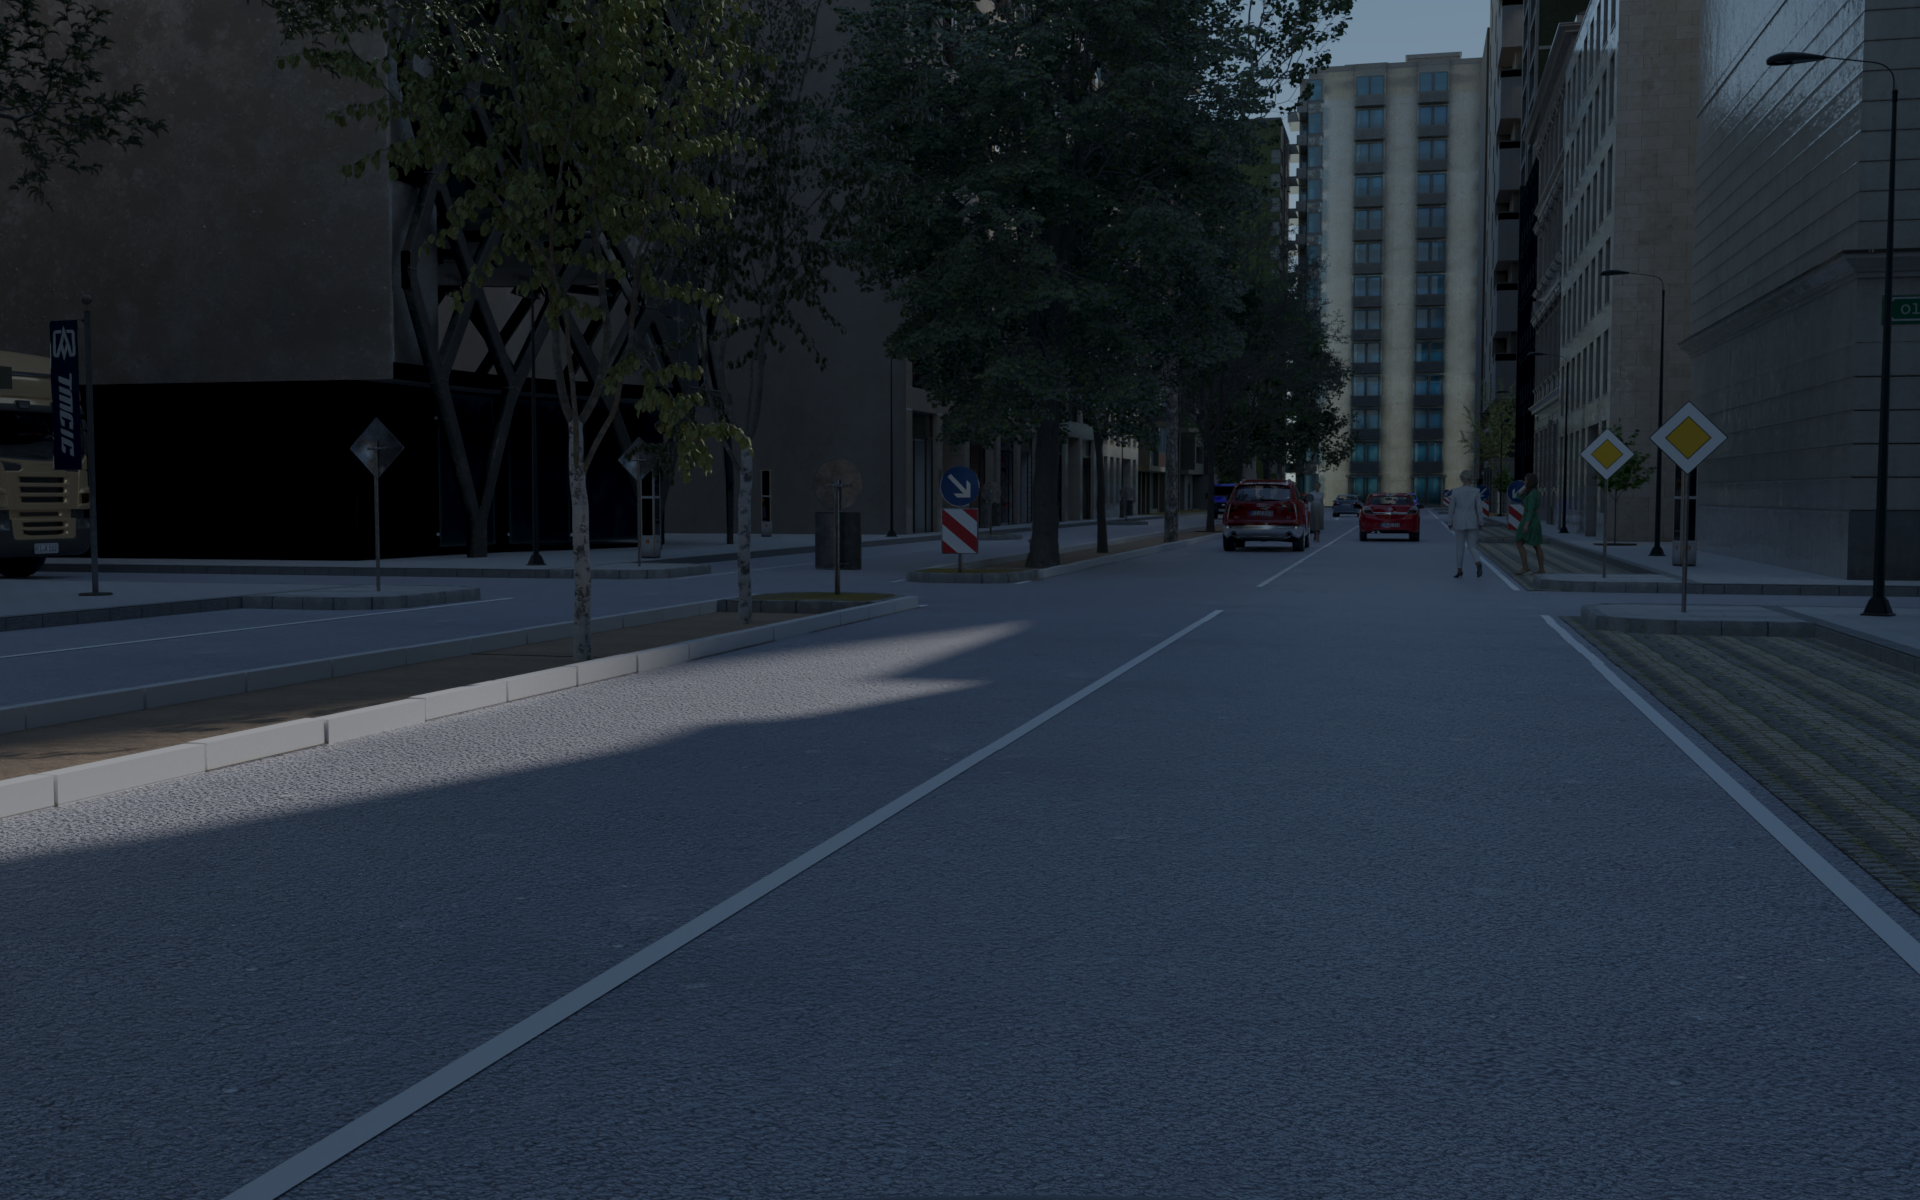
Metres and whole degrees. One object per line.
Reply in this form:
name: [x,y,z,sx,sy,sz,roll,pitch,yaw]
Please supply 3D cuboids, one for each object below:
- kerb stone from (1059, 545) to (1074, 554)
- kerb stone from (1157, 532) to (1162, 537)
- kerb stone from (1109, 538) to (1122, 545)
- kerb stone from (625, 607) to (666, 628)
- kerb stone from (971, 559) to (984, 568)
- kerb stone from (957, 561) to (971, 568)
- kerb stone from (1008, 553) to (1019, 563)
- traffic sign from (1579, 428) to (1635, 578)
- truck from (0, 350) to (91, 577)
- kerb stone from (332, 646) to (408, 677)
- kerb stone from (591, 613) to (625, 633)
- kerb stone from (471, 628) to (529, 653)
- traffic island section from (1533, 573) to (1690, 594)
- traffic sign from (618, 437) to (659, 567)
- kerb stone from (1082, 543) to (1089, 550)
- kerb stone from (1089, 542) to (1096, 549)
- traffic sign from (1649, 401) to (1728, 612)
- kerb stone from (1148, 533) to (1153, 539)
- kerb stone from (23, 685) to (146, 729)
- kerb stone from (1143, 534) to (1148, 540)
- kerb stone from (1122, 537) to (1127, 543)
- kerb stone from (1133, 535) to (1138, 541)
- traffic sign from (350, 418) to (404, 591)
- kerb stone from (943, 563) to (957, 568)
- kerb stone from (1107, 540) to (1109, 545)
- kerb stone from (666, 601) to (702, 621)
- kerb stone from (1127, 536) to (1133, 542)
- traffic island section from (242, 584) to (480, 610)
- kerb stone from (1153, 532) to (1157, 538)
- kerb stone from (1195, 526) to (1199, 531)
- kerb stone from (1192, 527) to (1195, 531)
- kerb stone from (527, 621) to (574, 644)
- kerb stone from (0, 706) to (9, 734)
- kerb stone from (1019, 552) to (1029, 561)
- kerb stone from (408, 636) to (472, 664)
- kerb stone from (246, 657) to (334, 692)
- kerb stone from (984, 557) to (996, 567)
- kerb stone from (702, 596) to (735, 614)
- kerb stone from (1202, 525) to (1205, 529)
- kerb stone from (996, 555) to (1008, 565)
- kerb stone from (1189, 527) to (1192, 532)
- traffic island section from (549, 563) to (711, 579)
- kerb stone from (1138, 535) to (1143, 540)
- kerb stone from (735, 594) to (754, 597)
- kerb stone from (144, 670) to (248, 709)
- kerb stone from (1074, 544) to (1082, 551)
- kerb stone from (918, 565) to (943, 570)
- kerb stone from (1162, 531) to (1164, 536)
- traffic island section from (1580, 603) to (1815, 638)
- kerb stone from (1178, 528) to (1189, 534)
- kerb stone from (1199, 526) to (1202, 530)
kerb stone: [2.555,-1.224,42.223,0.120,0.150,1.000,1,4,15]
kerb stone: [6.434,-2.136,57.115,0.120,0.150,1.000,1,4,15]
kerb stone: [4.380,-1.644,49.181,0.120,0.150,1.000,1,4,15]
kerb stone: [-3.503,0.201,18.911,0.120,0.150,1.000,1,4,15]
kerb stone: [0.238,-0.679,33.294,0.120,0.150,1.000,1,4,15]
kerb stone: [-0.023,-0.618,32.306,0.120,0.150,1.000,1,4,15]
kerb stone: [1.016,-0.858,36.270,0.120,0.150,1.000,1,4,15]
traffic sign: [9.866,-1.396,26.468,0.795,2.450,0.064,1,4,15]
truck: [-19.964,-2.510,29.951,11.283,4.237,2.839,1,4,15]
kerb stone: [-4.798,0.504,13.950,0.120,0.150,1.000,1,4,15]
kerb stone: [-3.768,0.264,17.921,0.120,0.150,1.000,1,4,15]
kerb stone: [-4.292,0.387,15.944,0.120,0.150,1.000,1,4,15]
traffic island section: [9.891,-0.260,26.539,2.009,0.180,2.903,1,4,15]
traffic sign: [-5.657,-1.644,30.515,0.795,2.450,0.064,1,4,15]
kerb stone: [3.074,-1.342,44.206,0.120,0.150,1.000,1,4,15]
kerb stone: [3.331,-1.407,45.201,0.120,0.150,1.000,1,4,15]
traffic sign: [7.854,-0.923,18.739,0.795,2.450,0.064,1,4,15]
kerb stone: [5.926,-2.012,55.129,0.120,0.150,1.000,1,4,15]
kerb stone: [-5.581,0.686,10.980,0.120,0.150,1.000,1,4,15]
kerb stone: [5.663,-1.954,54.139,0.120,0.150,1.000,1,4,15]
kerb stone: [4.626,-1.711,50.174,0.120,0.150,1.000,1,4,15]
kerb stone: [5.147,-1.832,52.156,0.120,0.150,1.000,1,4,15]
traffic sign: [-7.669,-1.171,22.787,0.795,2.450,0.064,1,4,15]
kerb stone: [-0.282,-0.556,31.313,0.120,0.150,1.000,1,4,15]
kerb stone: [3.855,-1.526,47.185,0.120,0.150,1.000,1,4,15]
kerb stone: [-3.250,0.140,19.901,0.120,0.150,1.000,1,4,15]
kerb stone: [4.901,-1.772,51.163,0.120,0.150,1.000,1,4,15]
traffic island section: [-7.694,-0.035,22.855,2.009,0.180,2.903,1,4,15]
kerb stone: [6.184,-2.075,56.124,0.120,0.150,1.000,1,4,15]
kerb stone: [9.025,-2.742,67.063,0.120,0.150,1.000,1,4,15]
kerb stone: [8.766,-2.684,66.074,0.120,0.150,1.000,1,4,15]
kerb stone: [-4.028,0.322,16.932,0.120,0.150,1.000,1,4,15]
kerb stone: [-5.831,0.747,9.989,0.120,0.150,1.000,1,4,15]
kerb stone: [1.265,-0.922,37.267,0.120,0.150,1.000,1,4,15]
kerb stone: [-4.545,0.448,14.940,0.120,0.150,1.000,1,4,15]
kerb stone: [-5.058,0.565,12.959,0.120,0.150,1.000,1,4,15]
kerb stone: [0.493,-0.738,34.284,0.120,0.150,1.000,1,4,15]
kerb stone: [-2.992,0.080,20.892,0.120,0.150,1.000,1,4,15]
kerb stone: [9.544,-2.864,69.047,0.120,0.150,1.000,1,4,15]
kerb stone: [0.756,-0.800,35.282,0.120,0.150,1.000,1,4,15]
kerb stone: [8.513,-2.617,65.081,0.120,0.150,1.000,1,4,15]
traffic island section: [-5.682,-0.508,30.583,2.009,0.180,2.903,1,4,15]
kerb stone: [5.410,-1.891,53.149,0.120,0.150,1.000,1,4,15]
kerb stone: [-2.737,0.022,21.882,0.120,0.150,1.000,1,4,15]
kerb stone: [-5.317,0.626,11.967,0.120,0.150,1.000,1,4,15]
kerb stone: [2.818,-1.283,43.216,0.120,0.150,1.000,1,4,15]
kerb stone: [-0.539,-0.492,30.323,0.120,0.150,1.000,1,4,15]
kerb stone: [6.697,-2.197,58.110,0.120,0.150,1.000,1,4,15]
traffic island section: [7.879,0.212,18.810,2.009,0.180,2.903,1,4,15]
kerb stone: [8.248,-2.562,64.080,0.120,0.150,1.000,1,4,15]
kerb stone: [9.279,-2.801,68.054,0.120,0.150,1.000,1,4,15]
